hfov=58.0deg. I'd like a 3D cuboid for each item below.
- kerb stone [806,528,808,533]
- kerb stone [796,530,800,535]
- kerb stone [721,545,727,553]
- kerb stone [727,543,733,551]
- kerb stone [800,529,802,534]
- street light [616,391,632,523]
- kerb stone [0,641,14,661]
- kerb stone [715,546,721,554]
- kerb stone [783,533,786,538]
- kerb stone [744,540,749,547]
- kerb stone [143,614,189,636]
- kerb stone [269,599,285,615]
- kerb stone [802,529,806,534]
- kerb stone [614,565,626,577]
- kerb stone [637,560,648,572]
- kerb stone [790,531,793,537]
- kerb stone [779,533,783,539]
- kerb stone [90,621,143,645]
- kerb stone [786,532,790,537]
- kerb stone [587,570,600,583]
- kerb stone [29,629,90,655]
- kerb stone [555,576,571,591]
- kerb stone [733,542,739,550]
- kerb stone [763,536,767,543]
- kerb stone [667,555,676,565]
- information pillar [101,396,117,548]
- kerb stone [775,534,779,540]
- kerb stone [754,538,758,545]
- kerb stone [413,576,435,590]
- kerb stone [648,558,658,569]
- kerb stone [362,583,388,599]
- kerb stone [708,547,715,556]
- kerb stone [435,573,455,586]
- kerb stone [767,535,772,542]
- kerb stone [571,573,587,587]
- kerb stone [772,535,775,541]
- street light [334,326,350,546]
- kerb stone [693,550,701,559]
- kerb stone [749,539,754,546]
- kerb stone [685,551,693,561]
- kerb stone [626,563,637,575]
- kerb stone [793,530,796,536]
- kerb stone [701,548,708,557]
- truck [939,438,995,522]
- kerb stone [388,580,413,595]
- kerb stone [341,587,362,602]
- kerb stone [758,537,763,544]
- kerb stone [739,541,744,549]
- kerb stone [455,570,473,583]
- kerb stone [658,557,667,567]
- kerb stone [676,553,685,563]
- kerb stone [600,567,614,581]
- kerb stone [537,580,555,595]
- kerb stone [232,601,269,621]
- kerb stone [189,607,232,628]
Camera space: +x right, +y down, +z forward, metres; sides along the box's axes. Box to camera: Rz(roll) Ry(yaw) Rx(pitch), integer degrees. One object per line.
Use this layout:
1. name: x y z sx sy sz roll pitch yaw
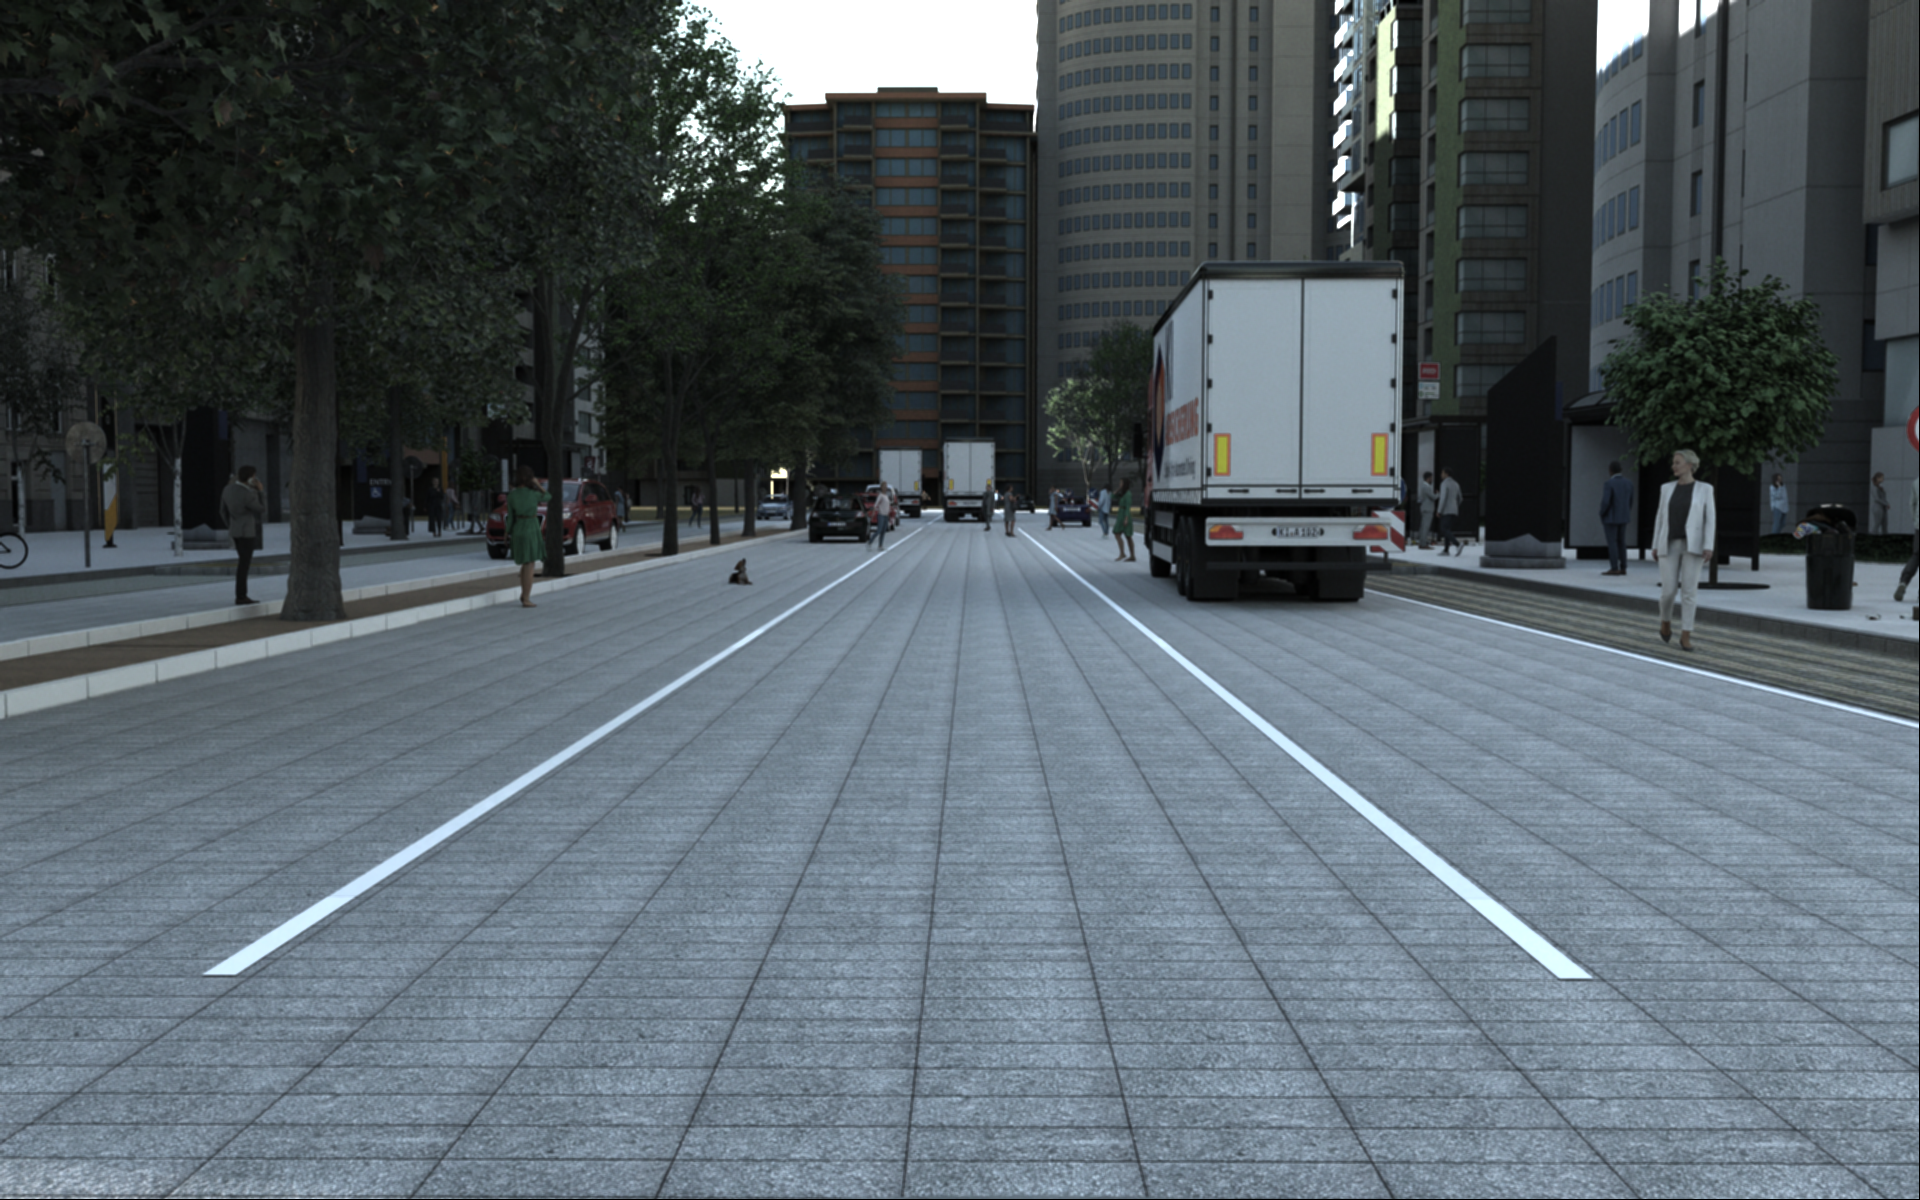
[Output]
1. kerb stone: -5.713 -2.487 62.878 0.120 0.150 1.000 0 4 1
2. kerb stone: -5.732 -2.301 59.811 0.120 0.150 1.000 0 4 1
3. kerb stone: -5.898 -1.230 42.398 0.120 0.150 1.000 0 4 1
4. kerb stone: -5.890 -1.298 43.422 0.120 0.150 1.000 0 4 1
5. kerb stone: -5.735 -2.363 60.833 0.120 0.150 1.000 0 4 1
6. street light: -14.998 -6.412 77.631 0.468 5.910 1.993 0 4 1
7. kerb stone: -8.247 0.465 14.706 0.120 0.150 1.000 0 4 1
8. kerb stone: -5.909 -1.173 41.368 0.120 0.150 1.000 0 4 1
9. kerb stone: -5.779 -2.048 55.718 0.120 0.150 1.000 0 4 1
10. kerb stone: -5.862 -1.486 46.488 0.120 0.150 1.000 0 4 1
11. kerb stone: -8.224 0.272 17.774 0.120 0.150 1.000 0 4 1
12. kerb stone: -8.196 0.082 20.855 0.120 0.150 1.000 0 4 1
13. kerb stone: -5.716 -2.426 61.855 0.120 0.150 1.000 0 4 1
14. kerb stone: -6.013 -0.483 30.091 0.120 0.150 1.000 0 4 1
15. kerb stone: -5.995 -0.607 32.142 0.120 0.150 1.000 0 4 1
16. kerb stone: -5.757 -2.176 57.766 0.120 0.150 1.000 0 4 1
17. kerb stone: -5.788 -1.988 54.696 0.120 0.150 1.000 0 4 1
18. kerb stone: -8.229 0.333 16.752 0.120 0.150 1.000 0 4 1
19. kerb stone: -5.771 -2.113 56.741 0.120 0.150 1.000 0 4 1
20. kerb stone: -6.036 -0.352 28.038 0.120 0.150 1.000 0 4 1
21. kerb stone: -8.242 0.396 15.728 0.120 0.150 1.000 0 4 1
22. kerb stone: -6.047 -0.226 25.981 0.120 0.150 1.000 0 4 1
23. kerb stone: -5.877 -1.356 44.444 0.120 0.150 1.000 0 4 1
24. kerb stone: -5.819 -1.737 50.598 0.120 0.150 1.000 0 4 1
25. kerb stone: -5.967 -0.794 35.216 0.120 0.150 1.000 0 4 1
26. information pillar: -20.432 -3.073 41.596 0.183 3.616 0.504 0 4 -1
27. kerb stone: -5.797 -1.922 53.671 0.120 0.150 1.000 0 4 1
28. kerb stone: -5.844 -1.612 48.544 0.120 0.150 1.000 0 4 1
29. kerb stone: -8.142 -0.232 25.993 0.120 0.150 1.000 0 4 1
30. kerb stone: -5.986 -0.671 33.171 0.120 0.150 1.000 0 4 1
31. kerb stone: -8.164 -0.106 23.933 0.120 0.150 1.000 0 4 1
32. kerb stone: -5.909 -1.110 40.346 0.120 0.150 1.000 0 4 1
33. kerb stone: -8.131 -0.295 27.016 0.120 0.150 1.000 0 4 1
34. kerb stone: -5.806 -1.794 51.627 0.120 0.150 1.000 0 4 1
35. kerb stone: -6.038 -0.295 27.015 0.120 0.150 1.000 0 4 1
36. kerb stone: -5.804 -1.861 52.649 0.120 0.150 1.000 0 4 1
37. street light: -15.300 -4.269 42.584 0.468 5.910 1.993 0 4 1
38. kerb stone: -5.933 -0.985 38.298 0.120 0.150 1.000 0 4 1
39. kerb stone: -5.850 -1.549 47.515 0.120 0.150 1.000 0 4 1
40. kerb stone: -5.946 -0.921 37.261 0.120 0.150 1.000 0 4 1
41. kerb stone: -5.998 -0.544 31.113 0.120 0.150 1.000 0 4 1
42. kerb stone: -5.752 -2.235 58.789 0.120 0.150 1.000 0 4 1
43. kerb stone: -5.924 -1.047 39.320 0.120 0.150 1.000 0 4 1
44. truck: 0.362 -6.286 91.683 2.839 4.237 11.283 0 4 -1
45. kerb stone: -8.150 -0.170 24.971 0.120 0.150 1.000 0 4 1
46. kerb stone: -8.178 -0.043 22.903 0.120 0.150 1.000 0 4 1
47. kerb stone: -5.827 -1.675 49.576 0.120 0.150 1.000 0 4 1
48. kerb stone: -5.865 -1.423 45.466 0.120 0.150 1.000 0 4 1
49. kerb stone: -8.130 -0.355 28.038 0.120 0.150 1.000 0 4 1
50. kerb stone: -5.977 -0.734 34.194 0.120 0.150 1.000 0 4 1
51. kerb stone: -5.953 -0.855 36.239 0.120 0.150 1.000 0 4 1
52. kerb stone: -6.012 -0.420 29.067 0.120 0.150 1.000 0 4 1
53. kerb stone: -6.060 -0.168 24.952 0.120 0.150 1.000 0 4 1
54. kerb stone: -8.204 0.144 19.833 0.120 0.150 1.000 0 4 1
55. kerb stone: -8.212 0.210 18.809 0.120 0.150 1.000 0 4 1
